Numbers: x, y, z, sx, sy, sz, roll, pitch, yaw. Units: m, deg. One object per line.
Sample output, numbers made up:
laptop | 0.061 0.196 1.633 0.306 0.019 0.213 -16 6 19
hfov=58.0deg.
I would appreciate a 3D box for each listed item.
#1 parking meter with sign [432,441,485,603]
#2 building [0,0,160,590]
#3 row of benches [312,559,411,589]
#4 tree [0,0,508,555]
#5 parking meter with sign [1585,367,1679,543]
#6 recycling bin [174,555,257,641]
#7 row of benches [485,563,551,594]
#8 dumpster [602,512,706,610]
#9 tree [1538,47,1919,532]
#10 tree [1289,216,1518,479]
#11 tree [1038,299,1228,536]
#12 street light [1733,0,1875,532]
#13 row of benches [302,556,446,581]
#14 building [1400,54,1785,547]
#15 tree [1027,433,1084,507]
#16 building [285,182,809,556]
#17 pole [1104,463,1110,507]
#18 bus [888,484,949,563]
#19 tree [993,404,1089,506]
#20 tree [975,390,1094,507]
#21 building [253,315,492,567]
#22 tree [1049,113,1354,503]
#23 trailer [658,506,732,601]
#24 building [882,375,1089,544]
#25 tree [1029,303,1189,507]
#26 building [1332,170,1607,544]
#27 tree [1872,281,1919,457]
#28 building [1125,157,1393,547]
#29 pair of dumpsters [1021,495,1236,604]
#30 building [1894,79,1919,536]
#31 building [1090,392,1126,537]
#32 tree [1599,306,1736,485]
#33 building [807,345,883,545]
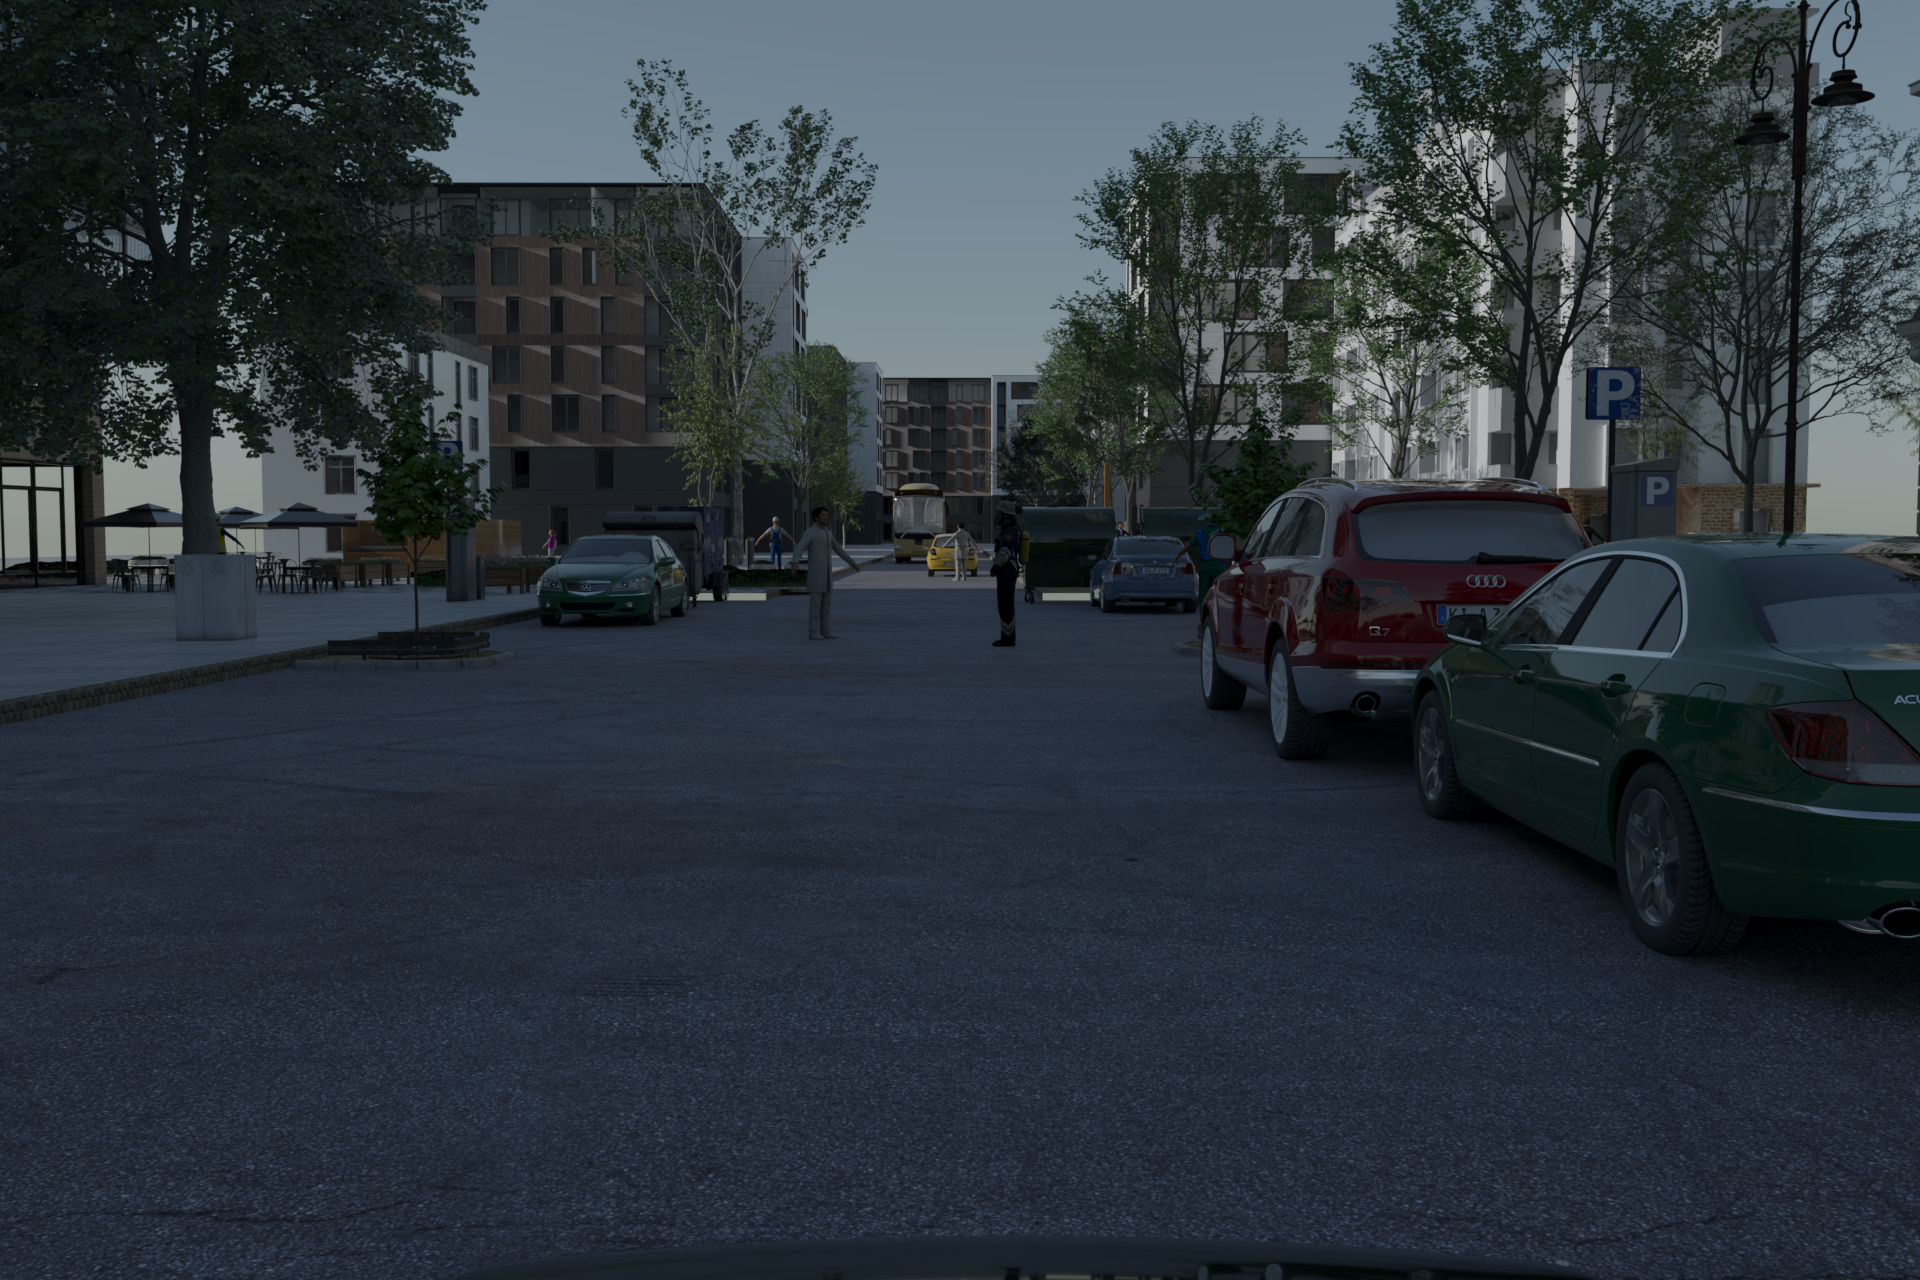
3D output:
parking meter with sign | -9.548 -2.258 33.186 0.543 3.016 1.738 0 3 0
building | -31.559 -13.314 24.263 21.656 26.213 47.522 0 4 0
row of benches | -14.562 -1.632 42.144 1.422 0.672 4.104 0 4 7
tree | -11.999 -7.339 26.645 9.857 13.997 8.962 0 3 0
parking meter with sign | 6.819 -1.289 17.331 0.543 3.016 1.738 0 3 0
recycling bin | -9.080 -0.526 21.146 0.722 1.027 0.722 0 4 0
row of benches | -8.969 -1.374 37.934 4.104 0.672 1.422 -3 5 -43
dumpster | -5.877 -1.530 33.229 1.865 1.857 1.264 0 4 0
tree | 20.047 -8.168 43.918 12.009 13.543 11.850 0 3 0
tree | 14.217 -7.968 56.036 9.928 11.665 9.643 0 3 0
tree | 6.735 -8.081 66.540 8.767 10.594 7.601 3 5 44
street light | 7.172 -2.575 14.894 0.468 5.910 1.993 0 3 0
row of benches | -16.067 -1.969 47.651 4.104 0.672 1.422 -1 4 -16
building | 24.444 -13.347 74.646 16.016 20.090 11.380 0 4 0
tree | 6.050 -9.964 113.268 4.360 8.622 3.978 0 3 0
building | -25.474 -16.713 117.230 27.936 21.610 32.646 0 4 0
pole | 4.220 -3.416 49.697 0.158 3.312 0.155 0 3 0
bus | -2.000 -5.895 87.925 2.896 3.916 12.252 0 4 0
tree | 5.920 -11.590 123.910 7.601 10.594 8.767 1 4 15
tree | 6.547 -14.299 144.156 12.009 13.543 11.850 0 3 0
building | -26.191 -8.443 80.196 9.099 9.664 28.070 0 4 0
tree | 6.026 -7.214 43.696 9.928 11.665 9.643 0 3 0
trailer | -5.740 -1.796 36.411 1.471 1.999 3.904 0 4 0
building | 1.879 -23.756 234.838 32.646 21.610 27.936 0 3 0
tree | 6.704 -9.317 78.087 9.928 11.665 9.643 0 3 0
building | 25.016 -14.370 91.365 16.016 20.090 11.380 0 4 0
tree | 28.417 -6.155 51.004 4.360 8.622 3.978 0 3 0
building | 24.260 -16.302 110.506 27.936 21.610 32.646 0 3 0
pair of dumpsters | 3.457 -1.901 36.038 4.436 2.255 1.574 0 4 -1
building | 26.940 -14.759 27.208 13.634 28.700 20.117 0 4 0
building | 22.941 -19.172 179.916 16.747 18.905 31.486 0 4 0
tree | 21.685 -6.408 55.126 4.360 8.622 3.978 0 3 0
building | -23.942 -22.022 204.029 27.936 21.610 32.646 0 4 1
